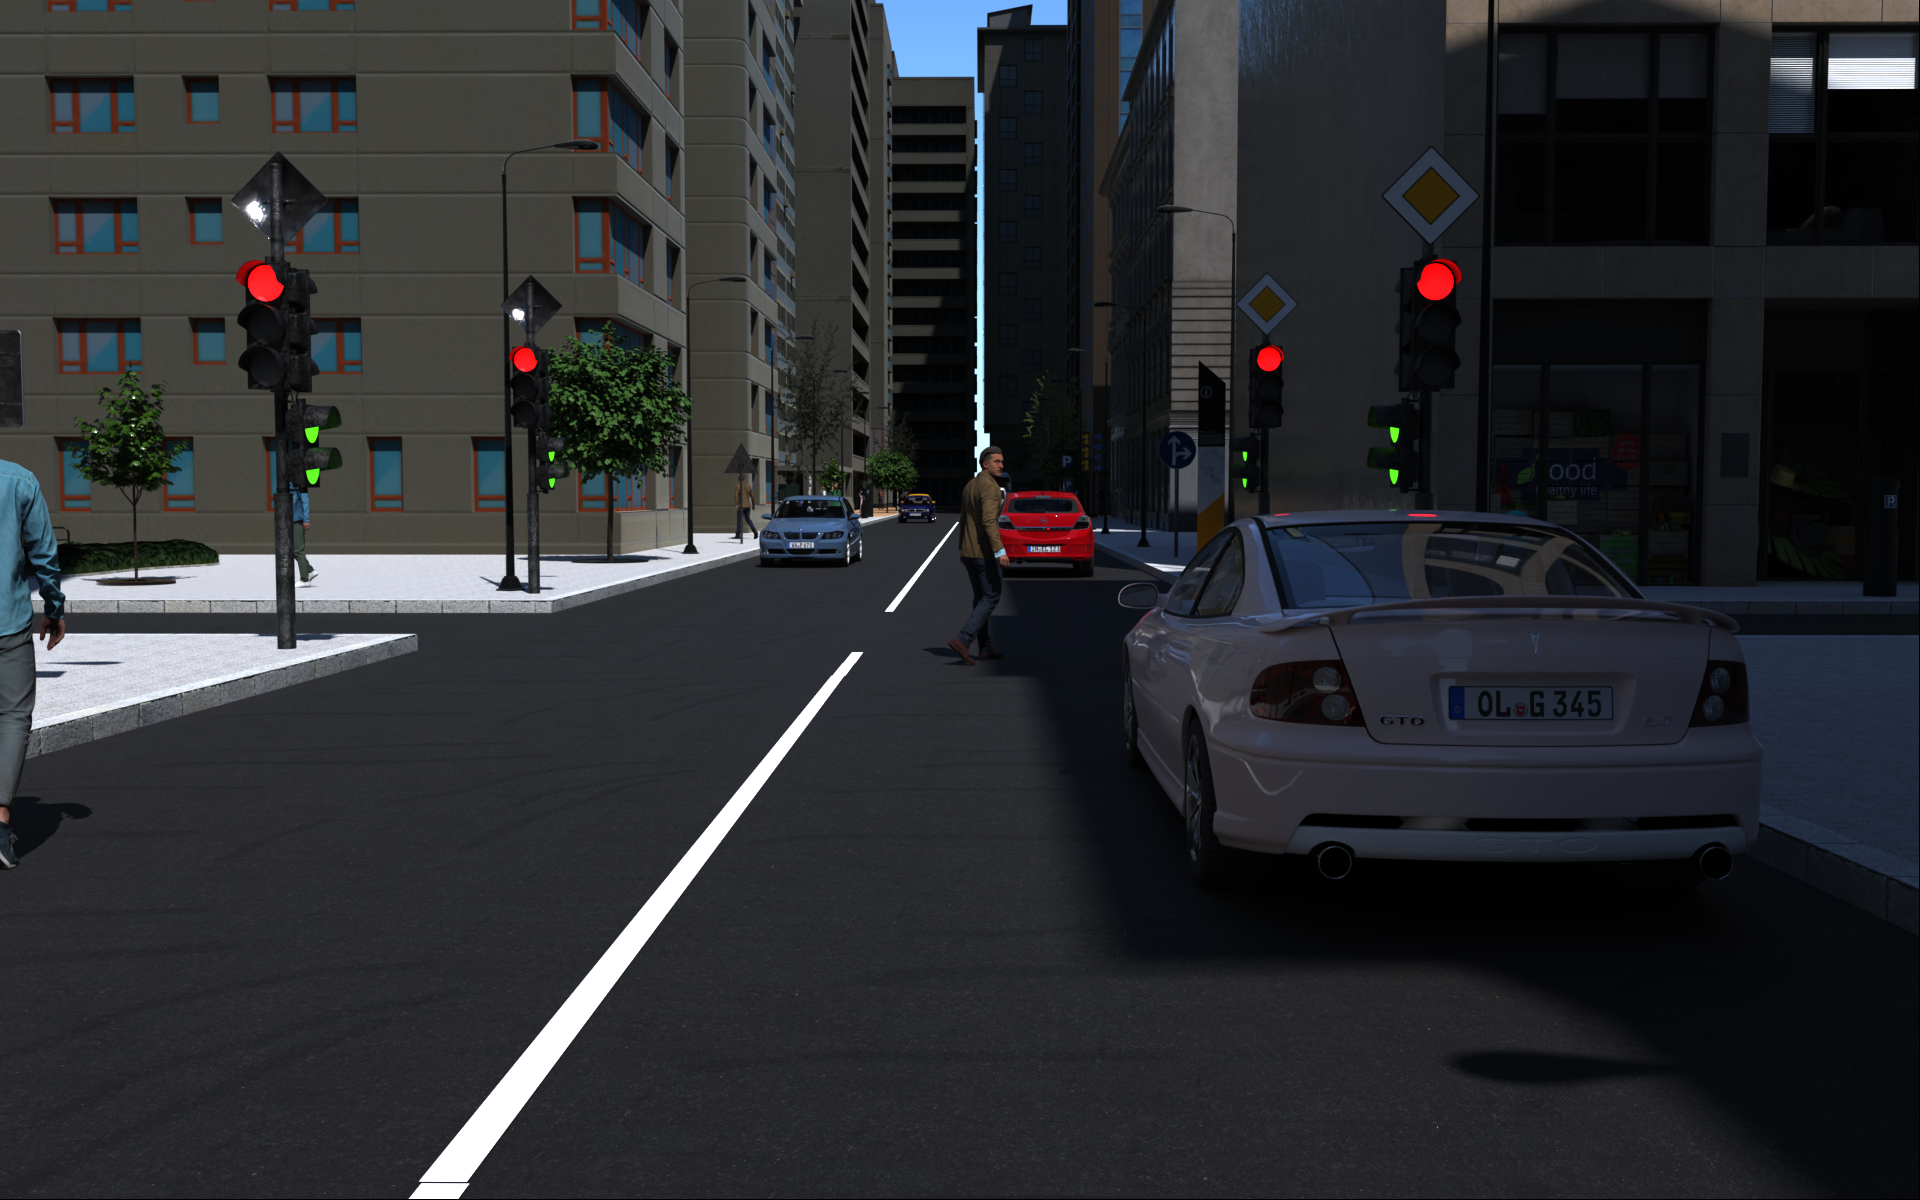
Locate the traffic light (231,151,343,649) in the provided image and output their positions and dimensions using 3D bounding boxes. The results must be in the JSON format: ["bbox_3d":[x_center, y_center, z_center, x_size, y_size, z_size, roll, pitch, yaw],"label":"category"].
[{"bbox_3d":[-5.572,-1.550,14.261,0.839,4.253,0.868,0,4,1],"label":"traffic light"}]

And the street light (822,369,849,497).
[{"bbox_3d":[-4.887,-5.620,64.429,1.470,5.913,1.316,0,4,1],"label":"street light"}]

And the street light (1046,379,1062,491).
[{"bbox_3d":[4.352,-5.977,70.267,1.470,5.913,1.316,0,4,1],"label":"street light"}]

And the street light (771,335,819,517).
[{"bbox_3d":[-4.959,-4.787,50.812,1.470,5.913,1.316,0,4,1],"label":"street light"}]

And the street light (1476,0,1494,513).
[{"bbox_3d":[3.696,-2.533,13.958,1.470,5.913,1.316,0,4,1],"label":"street light"}]

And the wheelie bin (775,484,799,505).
[{"bbox_3d":[-5.358,-2.818,53.981,0.980,1.594,0.693,0,4,-3],"label":"wheelie bin"}]

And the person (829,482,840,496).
[{"bbox_3d":[-5.440,-4.239,75.600,0.600,1.795,0.529,-2,4,-31],"label":"person"}]

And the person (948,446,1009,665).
[{"bbox_3d":[0.196,-0.385,14.706,0.656,1.842,0.836,2,4,34],"label":"person"}]

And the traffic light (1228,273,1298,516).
[{"bbox_3d":[3.880,-2.033,22.155,0.839,4.253,0.868,0,4,1],"label":"traffic light"}]

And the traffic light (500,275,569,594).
[{"bbox_3d":[-5.480,-2.038,22.245,0.839,4.253,0.868,0,4,1],"label":"traffic light"}]

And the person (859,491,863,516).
[{"bbox_3d":[-5.557,-5.646,99.024,0.621,1.740,0.551,-1,4,-8],"label":"person"}]

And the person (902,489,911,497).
[{"bbox_3d":[-4.613,-8.873,151.833,1.217,1.735,0.721,-3,4,-39],"label":"person"}]

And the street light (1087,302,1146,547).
[{"bbox_3d":[3.925,-4.246,41.960,1.470,5.913,1.316,0,4,1],"label":"street light"}]

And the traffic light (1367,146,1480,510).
[{"bbox_3d":[3.789,-1.544,14.170,0.839,4.253,0.868,0,4,1],"label":"traffic light"}]

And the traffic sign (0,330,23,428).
[{"bbox_3d":[-6.162,-0.534,10.854,0.606,2.300,0.079,0,4,2],"label":"traffic sign"}]

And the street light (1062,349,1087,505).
[{"bbox_3d":[4.134,-5.072,55.474,1.470,5.913,1.316,0,4,1],"label":"street light"}]

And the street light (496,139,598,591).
[{"bbox_3d":[-5.439,-3.077,22.853,1.470,5.913,1.316,0,4,1],"label":"street light"}]

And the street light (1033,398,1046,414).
[{"bbox_3d":[4.425,-6.804,83.783,1.470,5.913,1.316,0,4,1],"label":"street light"}]

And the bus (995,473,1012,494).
[{"bbox_3d":[3.164,-9.885,156.471,2.948,3.499,13.247,0,3,0],"label":"bus"}]

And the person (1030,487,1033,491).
[{"bbox_3d":[5.158,-7.103,122.619,0.568,1.767,0.683,1,4,18],"label":"person"}]

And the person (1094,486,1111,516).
[{"bbox_3d":[8.239,-5.657,99.363,1.217,1.723,0.721,2,4,27],"label":"person"}]

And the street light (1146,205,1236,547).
[{"bbox_3d":[3.861,-3.392,27.996,1.470,5.913,1.316,0,4,1],"label":"street light"}]

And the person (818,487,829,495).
[{"bbox_3d":[-7.330,-5.341,93.769,0.661,1.777,0.834,-2,4,-26],"label":"person"}]

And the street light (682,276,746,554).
[{"bbox_3d":[-5.255,-3.946,37.056,1.470,5.913,1.316,0,4,1],"label":"street light"}]

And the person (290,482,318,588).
[{"bbox_3d":[-9.055,-1.062,23.758,0.444,1.785,0.601,-1,4,-19],"label":"person"}]

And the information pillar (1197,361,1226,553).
[{"bbox_3d":[4.388,-2.384,30.335,0.504,3.616,0.183,1,4,9],"label":"information pillar"}]

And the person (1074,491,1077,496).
[{"bbox_3d":[6.619,-5.915,102.624,0.599,1.838,0.709,-1,4,-21],"label":"person"}]

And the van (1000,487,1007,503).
[{"bbox_3d":[2.182,-6.185,108.131,2.013,2.044,4.112,0,4,1],"label":"van"}]

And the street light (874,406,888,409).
[{"bbox_3d":[-4.501,-7.302,91.930,1.470,5.913,1.316,0,4,1],"label":"street light"}]

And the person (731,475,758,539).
[{"bbox_3d":[-6.134,-2.663,49.492,0.836,1.842,0.656,1,4,20],"label":"person"}]

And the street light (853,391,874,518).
[{"bbox_3d":[-4.795,-6.476,78.416,1.470,5.913,1.316,0,4,1],"label":"street light"}]

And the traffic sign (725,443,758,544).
[{"bbox_3d":[-5.617,-2.720,44.483,0.884,2.594,0.081,0,4,8],"label":"traffic sign"}]

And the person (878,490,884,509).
[{"bbox_3d":[-6.615,-8.433,145.400,0.593,1.643,0.415,1,4,15],"label":"person"}]

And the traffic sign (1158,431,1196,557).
[{"bbox_3d":[4.404,-2.146,35.199,0.768,2.556,0.104,0,4,2],"label":"traffic sign"}]

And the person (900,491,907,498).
[{"bbox_3d":[-4.882,-9.379,159.475,1.350,1.814,0.705,1,4,10],"label":"person"}]

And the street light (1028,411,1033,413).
[{"bbox_3d":[4.523,-7.630,97.299,1.470,5.913,1.316,0,4,1],"label":"street light"}]
